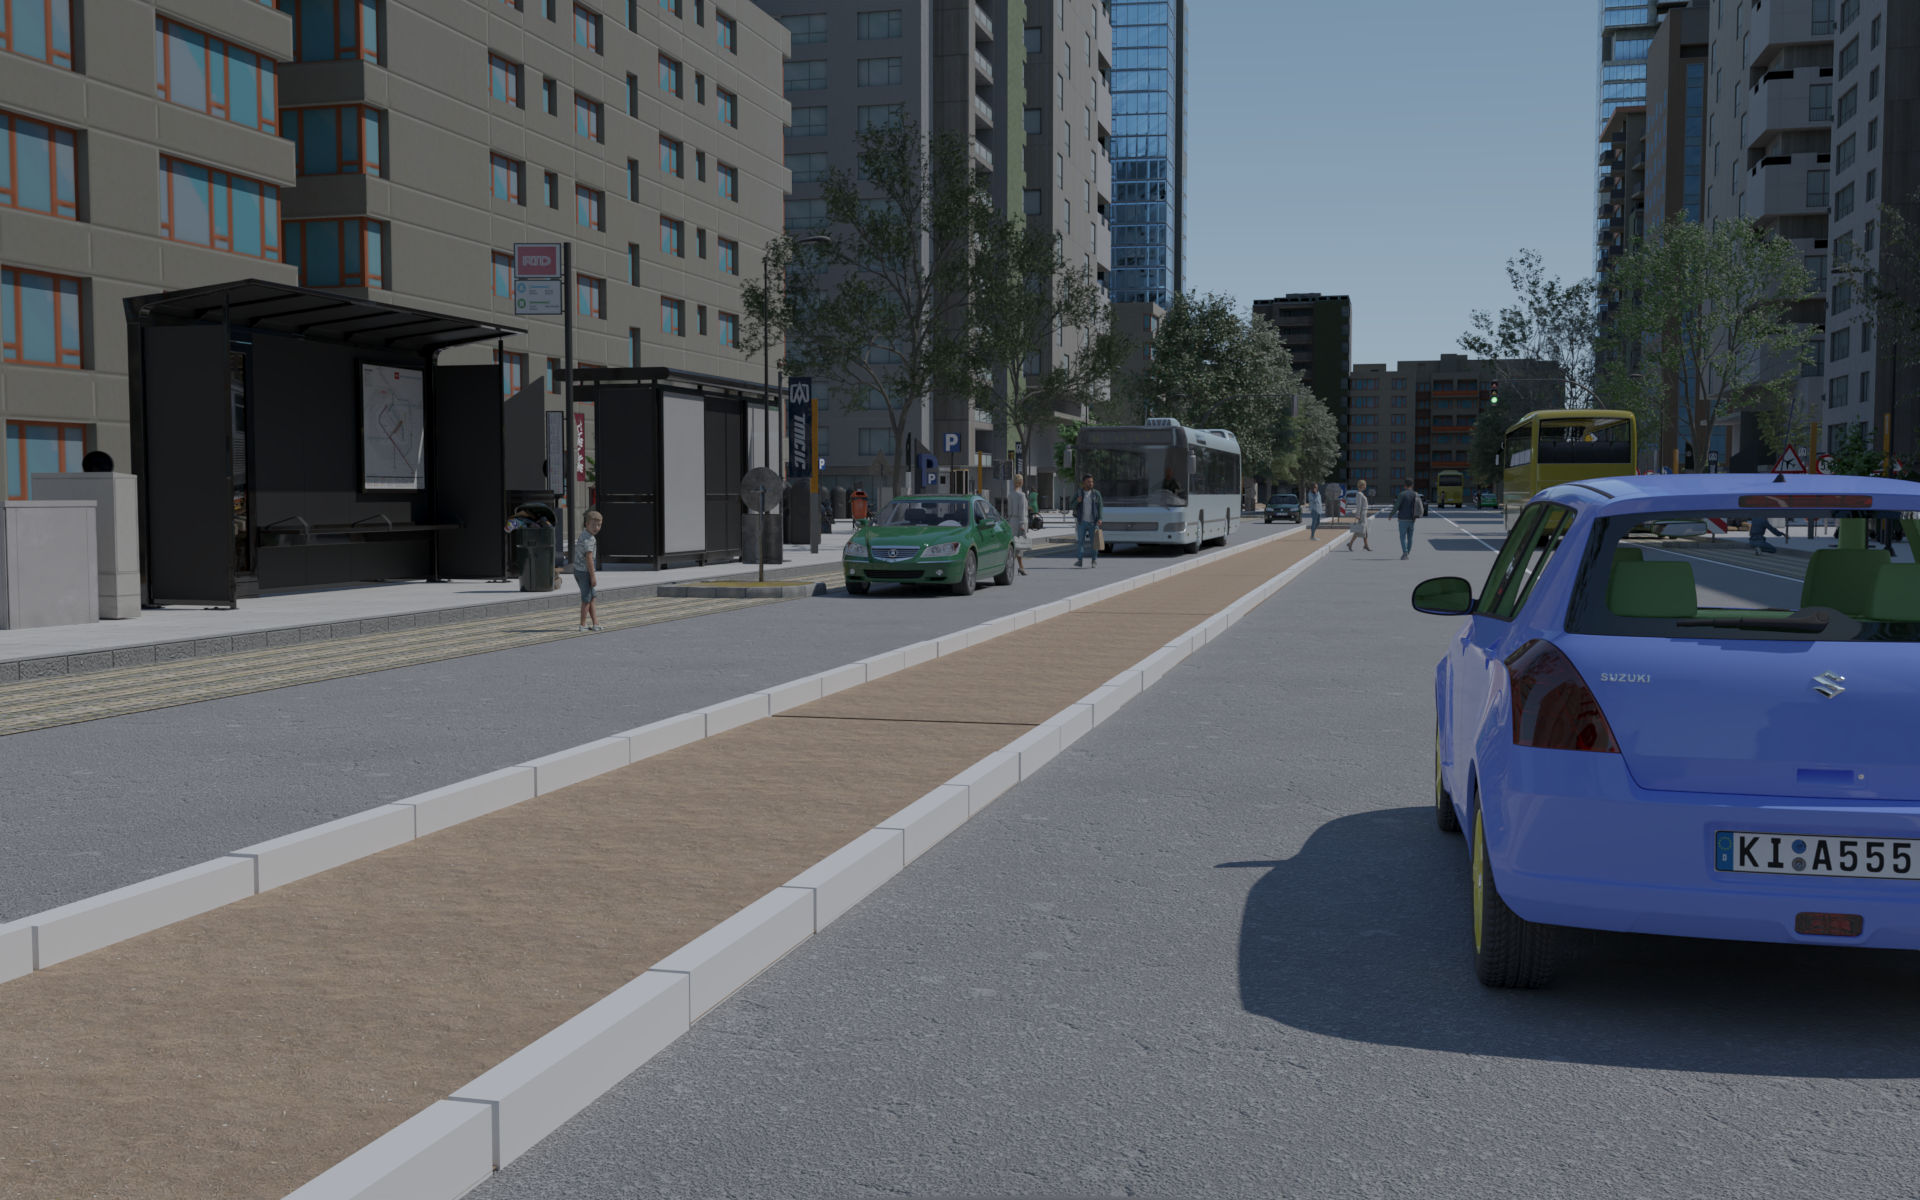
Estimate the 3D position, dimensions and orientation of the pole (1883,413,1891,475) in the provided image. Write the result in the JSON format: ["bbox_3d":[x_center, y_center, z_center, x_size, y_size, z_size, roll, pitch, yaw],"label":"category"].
[{"bbox_3d":[23.511,-3.063,43.919,0.158,3.312,0.155,0,3,0],"label":"pole"}]

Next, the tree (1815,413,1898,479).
[{"bbox_3d":[21.445,-2.869,41.509,1.663,3.219,1.824,0,3,0],"label":"tree"}]

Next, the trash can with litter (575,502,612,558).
[{"bbox_3d":[-7.317,-1.397,34.221,1.055,1.170,0.624,-3,5,-45],"label":"trash can with litter"}]

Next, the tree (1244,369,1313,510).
[{"bbox_3d":[23.743,-13.068,139.425,9.928,11.665,9.643,0,3,0],"label":"tree"}]

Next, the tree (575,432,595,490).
[{"bbox_3d":[-9.465,-3.165,46.346,1.663,3.219,1.824,0,3,0],"label":"tree"}]

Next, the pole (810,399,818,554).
[{"bbox_3d":[-3.141,-2.654,37.237,0.158,3.312,0.155,0,3,0],"label":"pole"}]

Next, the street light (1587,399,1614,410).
[{"bbox_3d":[31.228,-6.844,84.441,1.470,5.913,1.316,1,4,14],"label":"street light"}]

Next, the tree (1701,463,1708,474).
[{"bbox_3d":[38.907,-5.855,90.325,1.663,3.219,1.824,0,3,0],"label":"tree"}]

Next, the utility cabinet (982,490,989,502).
[{"bbox_3d":[1.869,-6.426,113.744,1.173,1.500,0.318,-2,4,-25],"label":"utility cabinet"}]

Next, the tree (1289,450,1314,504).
[{"bbox_3d":[43.990,-16.544,220.853,4.360,8.622,3.978,0,3,0],"label":"tree"}]

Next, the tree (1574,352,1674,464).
[{"bbox_3d":[34.693,-8.531,89.841,4.737,8.622,4.395,0,3,0],"label":"tree"}]

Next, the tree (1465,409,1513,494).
[{"bbox_3d":[67.502,-18.292,217.206,7.486,12.596,7.792,0,3,0],"label":"tree"}]

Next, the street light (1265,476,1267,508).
[{"bbox_3d":[26.083,-10.504,144.281,1.470,5.913,1.316,1,4,14],"label":"street light"}]

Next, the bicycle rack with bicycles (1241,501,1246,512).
[{"bbox_3d":[19.816,-6.857,125.488,2.852,0.926,2.925,-3,5,-40],"label":"bicycle rack with bicycles"}]

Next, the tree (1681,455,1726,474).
[{"bbox_3d":[59.217,-9.425,137.806,4.285,4.588,4.351,0,3,0],"label":"tree"}]

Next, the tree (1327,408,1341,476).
[{"bbox_3d":[39.014,-17.750,196.863,9.857,13.997,8.962,0,3,0],"label":"tree"}]

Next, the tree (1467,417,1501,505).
[{"bbox_3d":[64.362,-16.639,206.455,8.767,10.594,7.601,2,4,30],"label":"tree"}]

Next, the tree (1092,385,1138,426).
[{"bbox_3d":[9.727,-9.716,109.221,4.360,8.622,3.978,0,3,0],"label":"tree"}]

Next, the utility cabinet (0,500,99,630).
[{"bbox_3d":[-8.906,-0.346,16.819,0.306,1.237,1.020,2,4,23],"label":"utility cabinet"}]

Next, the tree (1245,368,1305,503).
[{"bbox_3d":[26.591,-14.214,150.533,7.486,12.596,7.792,0,3,0],"label":"tree"}]

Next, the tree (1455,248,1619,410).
[{"bbox_3d":[44.422,-17.133,136.014,12.611,20.169,13.585,0,3,0],"label":"tree"}]

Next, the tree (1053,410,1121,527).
[{"bbox_3d":[5.019,-5.076,66.703,4.285,4.588,4.351,0,3,0],"label":"tree"}]

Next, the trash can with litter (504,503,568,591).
[{"bbox_3d":[-5.628,-0.710,22.997,0.624,1.170,1.055,0,4,-2],"label":"trash can with litter"}]

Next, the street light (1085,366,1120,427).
[{"bbox_3d":[5.132,-5.538,63.093,1.470,5.913,1.316,1,4,14],"label":"street light"}]

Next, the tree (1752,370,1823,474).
[{"bbox_3d":[48.661,-9.280,102.086,4.737,8.622,4.395,0,3,0],"label":"tree"}]

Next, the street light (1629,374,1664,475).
[{"bbox_3d":[26.616,-5.786,67.135,1.470,5.913,1.316,1,4,14],"label":"street light"}]

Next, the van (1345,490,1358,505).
[{"bbox_3d":[41.952,-10.900,185.218,2.013,2.044,4.112,1,4,14],"label":"van"}]

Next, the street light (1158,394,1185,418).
[{"bbox_3d":[9.782,-6.620,80.770,1.470,5.913,1.316,1,4,14],"label":"street light"}]

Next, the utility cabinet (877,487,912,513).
[{"bbox_3d":[-2.193,-3.023,58.113,1.173,1.500,0.318,2,4,29],"label":"utility cabinet"}]

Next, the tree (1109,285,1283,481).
[{"bbox_3d":[13.022,-10.903,95.265,9.611,12.733,9.660,0,3,0],"label":"tree"}]

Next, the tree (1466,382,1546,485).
[{"bbox_3d":[60.406,-17.354,190.386,9.857,13.997,8.962,0,3,0],"label":"tree"}]

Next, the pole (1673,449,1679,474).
[{"bbox_3d":[32.656,-5.212,79.058,0.158,3.312,0.155,0,3,0],"label":"pole"}]

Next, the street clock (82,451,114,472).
[{"bbox_3d":[-14.382,-1.491,28.949,0.471,2.002,0.358,-1,4,-21],"label":"street clock"}]

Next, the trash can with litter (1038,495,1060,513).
[{"bbox_3d":[6.065,-6.420,116.017,2.233,1.210,1.678,-1,4,-19],"label":"trash can with litter"}]

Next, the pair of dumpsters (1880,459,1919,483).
[{"bbox_3d":[25.143,-2.749,47.432,1.574,2.255,4.437,1,4,14],"label":"pair of dumpsters"}]

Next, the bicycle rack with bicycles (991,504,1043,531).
[{"bbox_3d":[1.453,-2.878,60.440,2.925,0.926,2.852,0,4,1],"label":"bicycle rack with bicycles"}]

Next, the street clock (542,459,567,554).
[{"bbox_3d":[-7.711,-1.746,33.117,0.471,2.002,0.358,1,4,18],"label":"street clock"}]

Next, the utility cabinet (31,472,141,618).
[{"bbox_3d":[-9.027,-0.564,17.905,1.173,1.500,0.318,2,4,23],"label":"utility cabinet"}]

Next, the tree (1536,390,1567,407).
[{"bbox_3d":[41.394,-10.424,120.791,4.737,8.622,4.395,0,3,0],"label":"tree"}]

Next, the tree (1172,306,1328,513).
[{"bbox_3d":[19.144,-13.015,119.442,9.857,13.997,8.962,0,3,0],"label":"tree"}]

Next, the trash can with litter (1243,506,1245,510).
[{"bbox_3d":[23.222,-8.082,143.532,1.055,1.170,0.624,-2,4,-24],"label":"trash can with litter"}]

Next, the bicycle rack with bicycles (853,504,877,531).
[{"bbox_3d":[-2.758,-2.946,61.551,2.852,0.926,2.925,3,5,39],"label":"bicycle rack with bicycles"}]

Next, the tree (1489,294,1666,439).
[{"bbox_3d":[38.056,-12.046,107.319,12.009,13.543,11.850,0,3,0],"label":"tree"}]

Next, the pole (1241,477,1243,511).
[{"bbox_3d":[21.202,-8.360,130.524,0.158,3.312,0.155,0,3,0],"label":"pole"}]

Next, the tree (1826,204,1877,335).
[{"bbox_3d":[17.953,-4.903,30.523,4.360,8.622,3.978,0,3,0],"label":"tree"}]

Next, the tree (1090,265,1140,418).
[{"bbox_3d":[2.383,-7.525,57.443,8.767,10.594,7.601,3,5,39],"label":"tree"}]

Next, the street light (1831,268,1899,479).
[{"bbox_3d":[18.533,-3.852,35.517,1.470,5.913,1.316,1,4,14],"label":"street light"}]

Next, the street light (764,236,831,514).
[{"bbox_3d":[-3.009,-3.604,31.468,1.470,5.913,1.316,1,4,14],"label":"street light"}]

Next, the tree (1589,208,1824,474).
[{"bbox_3d":[26.618,-8.334,62.014,9.928,11.665,9.643,0,3,0],"label":"tree"}]

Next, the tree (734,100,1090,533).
[{"bbox_3d":[-1.679,-6.586,42.087,8.767,10.594,7.601,1,4,10],"label":"tree"}]

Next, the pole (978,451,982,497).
[{"bbox_3d":[0.950,-5.419,82.451,0.158,3.312,0.155,0,3,0],"label":"pole"}]

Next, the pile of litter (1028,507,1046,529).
[{"bbox_3d":[2.357,-3.038,63.629,1.719,0.858,1.176,0,4,-8],"label":"pile of litter"}]

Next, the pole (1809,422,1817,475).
[{"bbox_3d":[24.215,-3.386,49.208,0.158,3.312,0.155,0,3,0],"label":"pole"}]
